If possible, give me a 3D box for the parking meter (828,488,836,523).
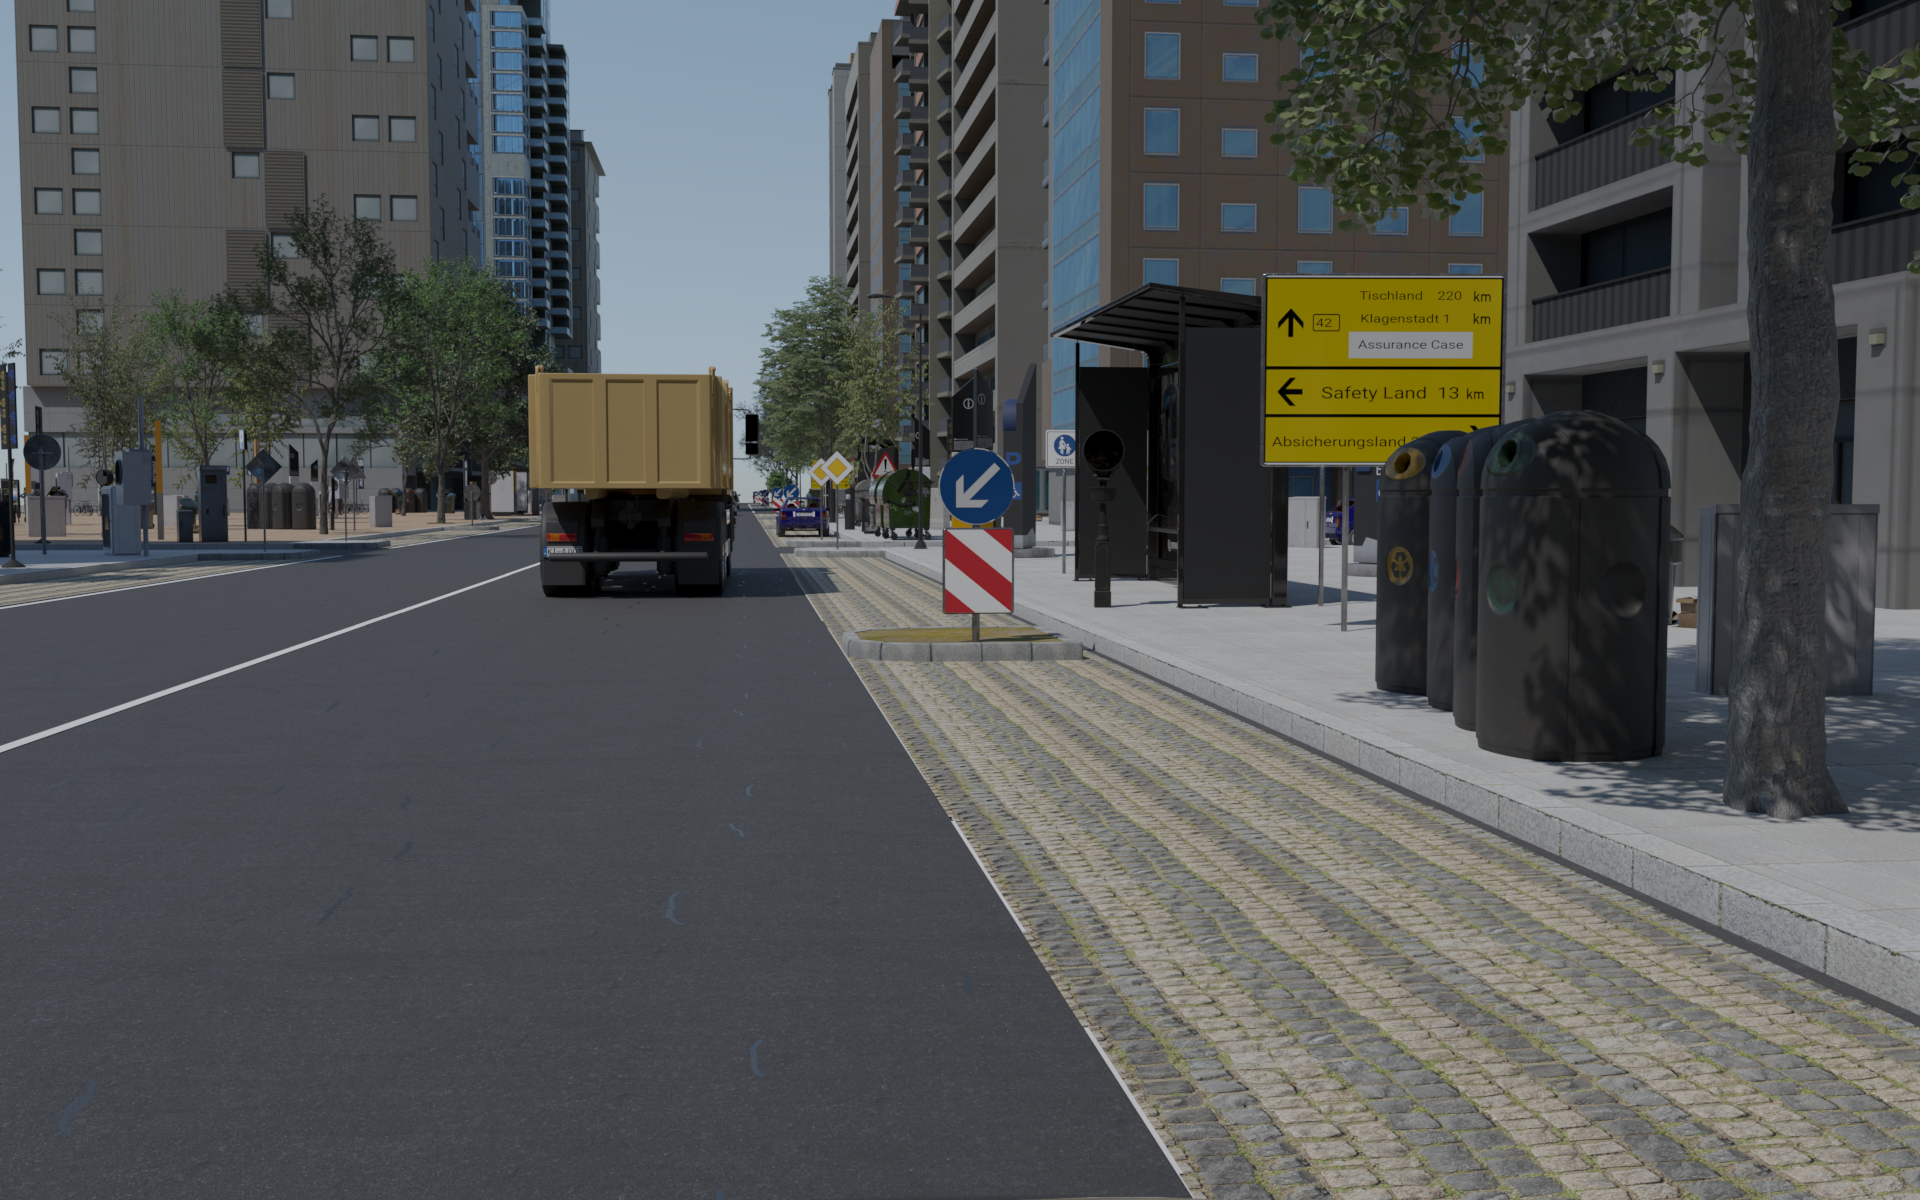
[{"bbox_3d":[-5.694,-4.213,77.288,0.372,1.533,0.369,0,3,0],"label":"parking meter"}]

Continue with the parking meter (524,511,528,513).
[{"bbox_3d":[-28.875,-6.515,114.925,0.372,1.533,0.369,0,3,0],"label":"parking meter"}]

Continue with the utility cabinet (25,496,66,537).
[{"bbox_3d":[-27.373,-2.490,51.868,1.020,1.237,0.306,-3,5,-40],"label":"utility cabinet"}]

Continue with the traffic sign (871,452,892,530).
[{"bbox_3d":[-2.281,-3.250,53.140,0.884,2.594,0.081,0,4,1],"label":"traffic sign"}]

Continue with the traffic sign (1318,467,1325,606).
[{"bbox_3d":[4.127,-1.078,19.749,0.606,2.300,0.079,0,4,-4],"label":"traffic sign"}]

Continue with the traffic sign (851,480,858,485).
[{"bbox_3d":[-6.274,-6.057,99.041,0.884,2.594,0.081,0,4,-2],"label":"traffic sign"}]

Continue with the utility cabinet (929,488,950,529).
[{"bbox_3d":[-0.830,-3.305,62.715,0.318,1.500,1.173,-2,4,-35],"label":"utility cabinet"}]

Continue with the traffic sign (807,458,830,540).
[{"bbox_3d":[-3.844,-2.716,48.048,0.795,2.450,0.064,0,4,-7],"label":"traffic sign"}]

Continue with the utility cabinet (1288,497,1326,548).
[{"bbox_3d":[8.272,-1.849,41.392,0.306,1.237,1.020,-2,4,-32],"label":"utility cabinet"}]

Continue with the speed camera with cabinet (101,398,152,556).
[{"bbox_3d":[-17.419,-2.557,36.145,0.660,3.252,2.038,-3,4,-37],"label":"speed camera with cabinet"}]

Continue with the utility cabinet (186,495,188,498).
[{"bbox_3d":[-44.051,-5.303,97.865,1.020,1.237,0.306,2,4,26],"label":"utility cabinet"}]

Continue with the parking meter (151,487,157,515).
[{"bbox_3d":[-49.357,-6.141,106.111,0.399,1.863,0.255,1,4,22],"label":"parking meter"}]

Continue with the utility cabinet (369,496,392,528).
[{"bbox_3d":[-22.380,-3.411,66.926,0.306,1.237,1.020,1,4,19],"label":"utility cabinet"}]

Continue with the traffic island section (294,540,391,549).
[{"bbox_3d":[-16.514,-1.484,46.537,2.009,0.180,2.903,0,4,-7],"label":"traffic island section"}]

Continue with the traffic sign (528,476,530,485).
[{"bbox_3d":[-28.004,-6.939,113.565,0.768,2.556,0.104,0,4,2],"label":"traffic sign"}]

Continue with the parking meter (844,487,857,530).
[{"bbox_3d":[-3.956,-3.287,62.155,0.372,1.533,0.369,0,3,0],"label":"parking meter"}]

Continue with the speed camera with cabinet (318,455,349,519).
[{"bbox_3d":[-32.112,-5.773,88.732,2.038,3.252,0.660,3,5,41],"label":"speed camera with cabinet"}]

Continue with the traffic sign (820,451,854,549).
[{"bbox_3d":[-2.845,-2.231,40.125,0.795,2.450,0.064,0,4,-7],"label":"traffic sign"}]

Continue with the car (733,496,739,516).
[{"bbox_3d":[-15.684,-6.302,115.039,2.014,1.417,4.499,0,4,-7],"label":"car"}]

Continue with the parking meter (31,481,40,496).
[{"bbox_3d":[-40.846,-4.333,76.548,0.399,1.863,0.255,2,4,28],"label":"parking meter"}]

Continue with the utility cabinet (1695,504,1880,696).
[{"bbox_3d":[5.307,0.001,11.143,1.020,1.237,0.306,0,4,2],"label":"utility cabinet"}]

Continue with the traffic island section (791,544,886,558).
[{"bbox_3d":[-2.822,-1.096,40.205,2.009,0.180,2.903,0,4,-7],"label":"traffic island section"}]

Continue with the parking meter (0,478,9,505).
[{"bbox_3d":[-35.398,-3.579,64.232,0.255,1.863,0.399,-2,4,-35],"label":"parking meter"}]

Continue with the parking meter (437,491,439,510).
[{"bbox_3d":[-34.725,-6.555,115.589,0.372,1.533,0.369,0,3,0],"label":"parking meter"}]

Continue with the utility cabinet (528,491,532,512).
[{"bbox_3d":[-29.791,-6.752,119.067,1.173,1.500,0.318,2,4,30],"label":"utility cabinet"}]

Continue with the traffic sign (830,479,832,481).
[{"bbox_3d":[-5.326,-4.563,74.708,0.768,2.556,0.104,0,4,-7],"label":"traffic sign"}]

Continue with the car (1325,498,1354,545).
[{"bbox_3d":[11.411,-1.985,45.034,3.894,1.354,1.945,0,4,-5],"label":"car"}]

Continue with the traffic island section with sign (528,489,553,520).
[{"bbox_3d":[-22.664,-5.294,95.189,1.989,1.847,2.006,0,4,-7],"label":"traffic island section with sign"}]

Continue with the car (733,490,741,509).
[{"bbox_3d":[-22.938,-9.983,171.888,2.281,1.827,5.304,0,4,-6],"label":"car"}]

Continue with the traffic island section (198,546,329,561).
[{"bbox_3d":[-15.514,-0.999,38.615,2.009,0.180,2.903,0,4,-7],"label":"traffic island section"}]

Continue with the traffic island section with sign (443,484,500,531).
[{"bbox_3d":[-19.287,-3.659,68.445,1.989,1.847,2.006,0,4,-7],"label":"traffic island section with sign"}]

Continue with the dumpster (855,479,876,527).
[{"bbox_3d":[-3.518,-3.818,68.184,1.264,1.857,1.865,0,4,-7],"label":"dumpster"}]

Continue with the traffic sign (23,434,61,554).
[{"bbox_3d":[-19.475,-2.242,36.770,0.768,2.556,0.104,0,4,-7],"label":"traffic sign"}]

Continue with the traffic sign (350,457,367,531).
[{"bbox_3d":[-21.071,-3.682,60.208,0.884,2.594,0.081,0,4,1],"label":"traffic sign"}]

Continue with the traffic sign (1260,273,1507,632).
[{"bbox_3d":[3.908,-1.358,16.069,2.265,3.308,0.079,0,4,-1],"label":"traffic sign"}]

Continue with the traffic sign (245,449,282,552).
[{"bbox_3d":[-15.492,-2.135,38.556,0.795,2.450,0.064,0,4,-7],"label":"traffic sign"}]

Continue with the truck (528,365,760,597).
[{"bbox_3d":[-4.984,-1.956,27.899,3.469,3.379,9.791,0,4,-6],"label":"truck"}]

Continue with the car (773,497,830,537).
[{"bbox_3d":[-5.342,-2.813,58.572,1.945,1.354,3.894,0,4,-7],"label":"car"}]

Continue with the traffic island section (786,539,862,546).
[{"bbox_3d":[-3.822,-1.581,48.128,2.009,0.180,2.903,0,4,-7],"label":"traffic island section"}]

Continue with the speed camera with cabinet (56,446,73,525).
[{"bbox_3d":[-37.574,-4.780,72.495,0.660,3.252,2.038,-2,4,-32],"label":"speed camera with cabinet"}]

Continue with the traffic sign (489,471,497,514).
[{"bbox_3d":[-25.910,-5.838,95.563,0.768,2.556,0.104,0,4,-6],"label":"traffic sign"}]

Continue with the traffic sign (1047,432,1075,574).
[{"bbox_3d":[1.674,-1.571,27.812,0.606,2.300,0.079,0,4,-5],"label":"traffic sign"}]

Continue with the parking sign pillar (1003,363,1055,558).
[{"bbox_3d":[1.217,-2.857,35.184,1.447,3.967,1.447,1,4,14],"label":"parking sign pillar"}]

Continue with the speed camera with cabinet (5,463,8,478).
[{"bbox_3d":[-60.709,-7.042,109.480,0.660,3.252,2.038,1,4,22],"label":"speed camera with cabinet"}]

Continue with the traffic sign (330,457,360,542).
[{"bbox_3d":[-16.491,-2.620,46.478,0.795,2.450,0.064,0,4,-7],"label":"traffic sign"}]

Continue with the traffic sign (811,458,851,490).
[{"bbox_3d":[-7.360,-6.402,98.550,2.265,3.308,0.079,0,4,-5],"label":"traffic sign"}]

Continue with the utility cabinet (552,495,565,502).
[{"bbox_3d":[-27.978,-6.723,121.087,1.020,1.237,0.306,-2,4,-30],"label":"utility cabinet"}]

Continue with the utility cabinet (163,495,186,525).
[{"bbox_3d":[-32.345,-3.662,71.039,1.020,1.237,0.306,2,4,25],"label":"utility cabinet"}]

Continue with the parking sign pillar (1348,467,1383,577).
[{"bbox_3d":[6.808,-2.366,27.162,1.447,3.967,1.447,-2,4,-32],"label":"parking sign pillar"}]
